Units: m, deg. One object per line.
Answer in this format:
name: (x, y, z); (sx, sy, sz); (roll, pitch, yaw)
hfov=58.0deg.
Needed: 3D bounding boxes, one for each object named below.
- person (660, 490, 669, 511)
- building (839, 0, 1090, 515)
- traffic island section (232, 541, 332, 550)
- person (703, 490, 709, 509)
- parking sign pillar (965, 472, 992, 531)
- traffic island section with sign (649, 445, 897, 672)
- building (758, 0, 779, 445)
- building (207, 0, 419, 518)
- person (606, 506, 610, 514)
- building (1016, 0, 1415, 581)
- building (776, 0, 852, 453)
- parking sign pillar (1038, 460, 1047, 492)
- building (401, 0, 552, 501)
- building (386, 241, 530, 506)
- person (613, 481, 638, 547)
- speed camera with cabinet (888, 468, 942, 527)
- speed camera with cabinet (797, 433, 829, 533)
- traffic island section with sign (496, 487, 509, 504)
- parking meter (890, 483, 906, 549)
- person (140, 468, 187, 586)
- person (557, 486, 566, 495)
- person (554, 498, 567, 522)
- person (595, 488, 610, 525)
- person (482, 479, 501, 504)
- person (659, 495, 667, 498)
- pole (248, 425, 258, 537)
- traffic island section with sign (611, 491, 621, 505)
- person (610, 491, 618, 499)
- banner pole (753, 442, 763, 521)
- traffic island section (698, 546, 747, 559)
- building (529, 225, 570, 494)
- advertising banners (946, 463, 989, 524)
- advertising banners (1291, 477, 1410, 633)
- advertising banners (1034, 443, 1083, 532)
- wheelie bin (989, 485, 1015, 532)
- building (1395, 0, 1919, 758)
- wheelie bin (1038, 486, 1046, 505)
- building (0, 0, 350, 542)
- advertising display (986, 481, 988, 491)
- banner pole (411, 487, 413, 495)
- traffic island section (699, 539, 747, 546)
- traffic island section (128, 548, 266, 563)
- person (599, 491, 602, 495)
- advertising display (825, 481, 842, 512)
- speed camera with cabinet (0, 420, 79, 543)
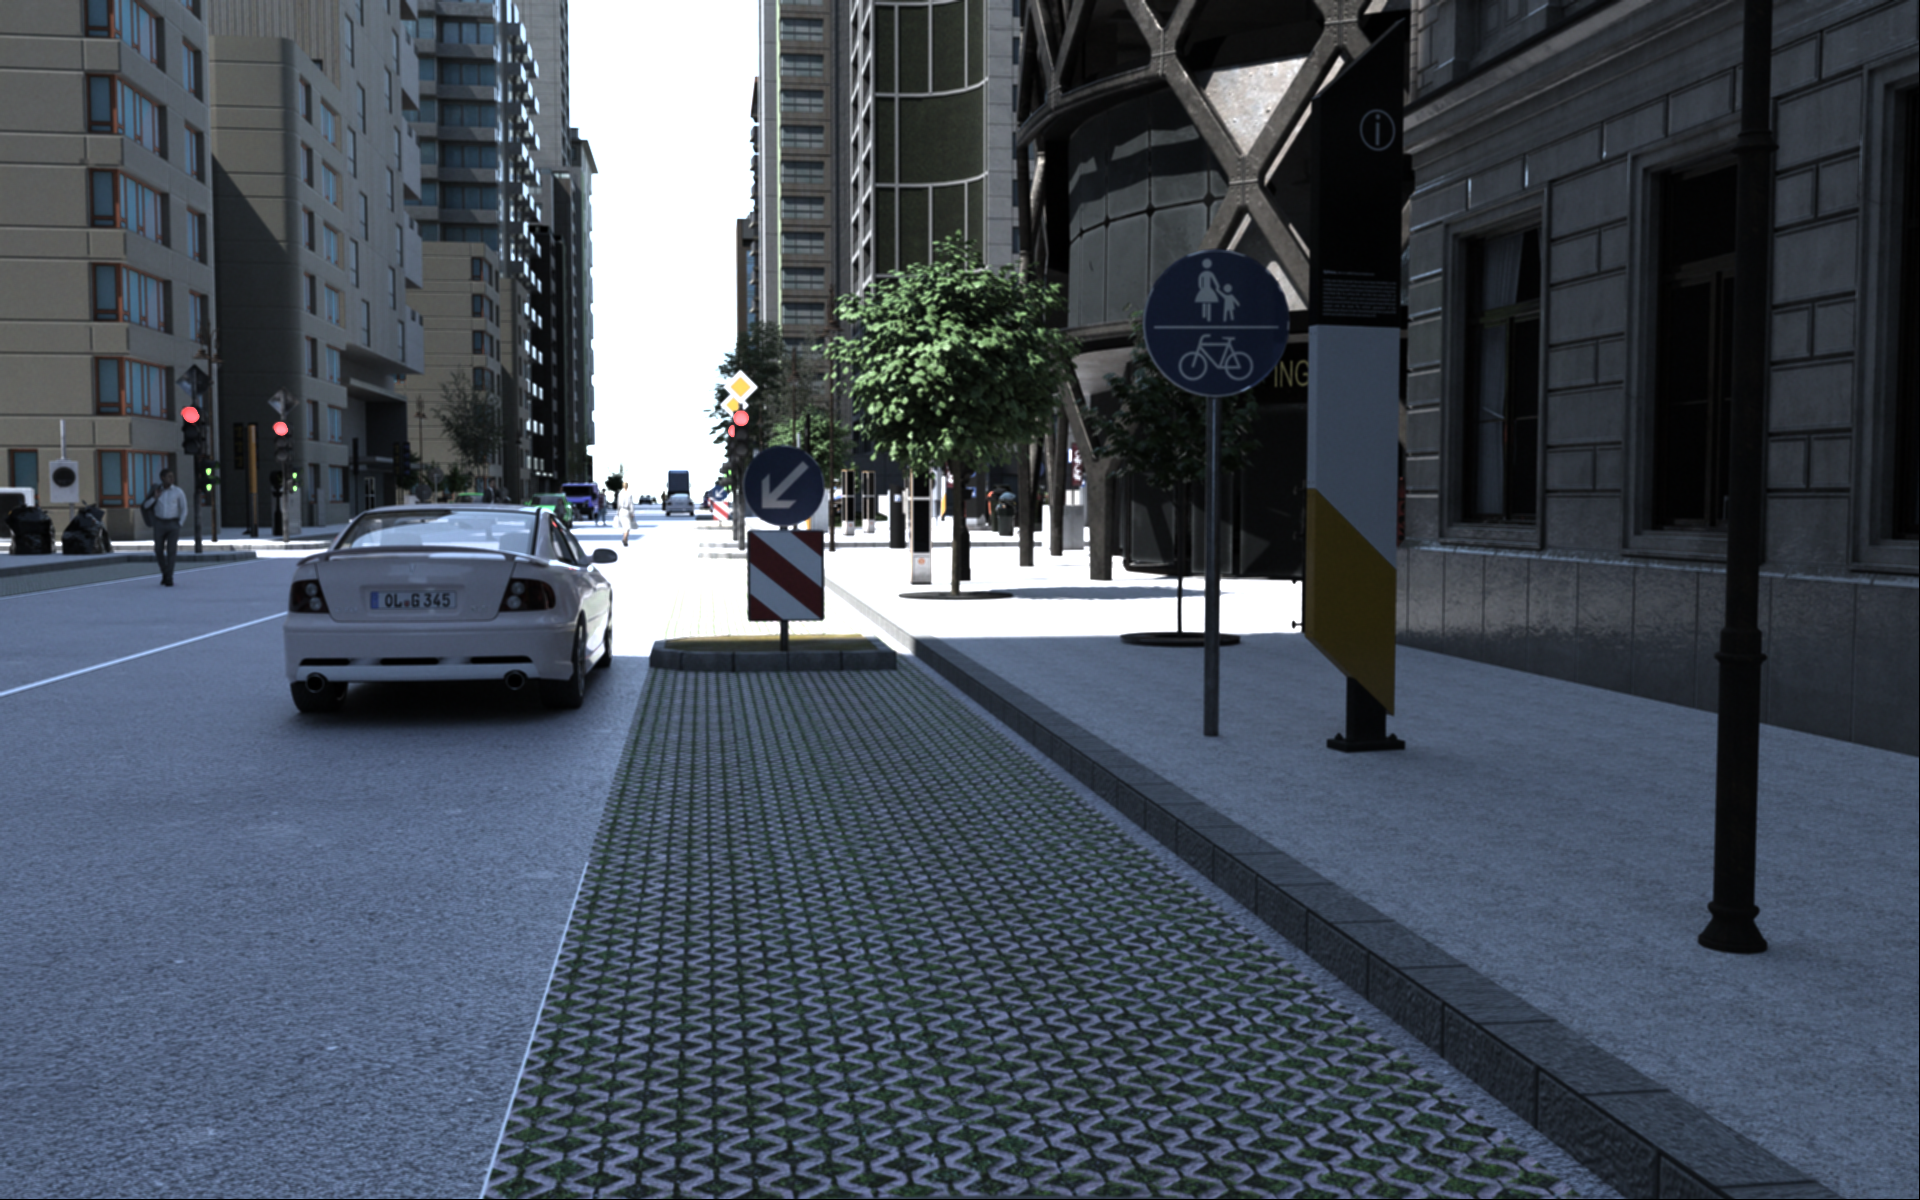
person: (-25.295, -8.535, 148.135); (0.705, 1.812, 1.348); (1, 4, 23)
building: (1.892, -41.064, 109.645); (20.563, 71.187, 20.611); (-1, 4, -8)
traffic island section: (-17.711, -1.419, 45.485); (2.009, 0.180, 2.903); (-1, 4, -8)
person: (-24.366, -9.683, 166.827); (0.705, 1.822, 1.348); (3, 4, 37)
parking sign pillar: (0.543, -4.384, 60.157); (1.447, 3.967, 1.447); (1, 4, 14)
traffic island section with sign: (-1.640, -0.378, 14.805); (1.989, 1.847, 2.006); (-1, 4, -8)
building: (-7.230, -37.374, 153.058); (21.231, 58.520, 28.212); (-1, 4, -8)
building: (-44.707, -30.820, 93.153); (28.713, 52.752, 27.495); (-1, 4, -8)
person: (-24.330, -6.340, 117.656); (1.012, 1.151, 0.738); (0, 4, 1)
building: (9.200, -9.958, 30.258); (16.820, 18.784, 16.811); (-1, 4, -8)
building: (-6.930, -27.443, 132.292); (14.154, 41.232, 14.086); (-1, 4, -8)
parking sign pillar: (4.357, -6.828, 100.111); (1.447, 3.967, 1.447); (-1, 4, -9)
building: (-51.049, -33.096, 160.732); (23.786, 49.044, 30.456); (-1, 4, -8)
building: (-48.385, -17.524, 131.561); (27.650, 21.520, 28.899); (-1, 4, -8)
person: (-9.127, -2.341, 47.126); (0.694, 1.780, 0.624); (2, 4, 30)
speed camera with cabinet: (-1.739, -4.416, 66.545); (2.038, 3.252, 0.660); (1, 4, 20)
speed camera with cabinet: (-5.076, -3.826, 56.895); (0.660, 3.252, 2.038); (2, 4, 27)
traffic island section with sign: (-25.021, -5.271, 94.809); (1.989, 1.847, 2.006); (-1, 4, -8)
parking meter: (-1.464, -1.971, 40.629); (0.372, 1.533, 0.369); (0, 3, 0)
person: (-12.488, -1.136, 27.182); (0.679, 1.850, 0.850); (-1, 4, -17)
person: (-17.981, -4.236, 77.856); (0.616, 1.811, 0.778); (-2, 4, -24)
person: (-14.044, -2.943, 60.893); (0.640, 1.303, 0.475); (3, 5, 41)
person: (-16.488, -4.313, 79.850); (0.643, 1.720, 0.563); (2, 4, 30)
person: (-14.508, -2.804, 53.715); (0.474, 1.900, 0.648); (0, 4, 1)
person: (-41.438, -14.285, 242.189); (1.348, 1.807, 0.705); (2, 4, 26)
pole: (-20.894, -3.507, 51.185); (0.158, 3.312, 0.155); (0, 3, 0)
traffic island section with sign: (-44.263, -13.228, 224.902); (1.989, 1.847, 2.006); (-1, 4, -8)
person: (-36.928, -10.835, 185.784); (0.705, 1.807, 1.348); (3, 5, 42)
banner pole: (-9.652, -5.689, 83.029); (0.401, 3.779, 0.863); (3, 4, 37)
traffic island section: (-4.926, -1.040, 39.293); (2.009, 0.180, 2.903); (-1, 4, -8)
building: (-49.402, -25.218, 184.022); (14.160, 30.474, 14.107); (-1, 4, -8)
advertising banners: (0.326, -4.837, 75.270); (2.074, 3.025, 0.090); (0, 4, 4)
advertising banners: (4.077, -1.220, 16.135); (2.074, 3.025, 0.090); (-1, 4, -14)
advertising banners: (3.296, -3.833, 58.854); (2.074, 3.025, 0.090); (-1, 4, -15)
wheelie bin: (1.428, -3.079, 58.252); (0.980, 1.594, 0.693); (2, 4, 32)
building: (9.669, -8.660, 6.222); (10.561, 19.102, 19.286); (-1, 4, -8)
wheelie bin: (2.950, -3.770, 69.547); (0.980, 1.594, 0.693); (-2, 4, -35)
building: (-38.167, -13.059, 58.550); (27.650, 21.520, 28.899); (-1, 4, -8)
advertising display: (1.232, -4.769, 83.184); (0.123, 1.923, 0.974); (0, 4, 8)
banner pole: (-36.394, -7.613, 114.493); (0.863, 3.779, 0.401); (1, 4, 23)
traffic island section: (-6.095, -1.524, 47.192); (2.009, 0.180, 2.903); (-1, 4, -8)
traffic island section: (-16.543, -0.936, 37.586); (2.009, 0.180, 2.903); (-1, 4, -8)
person: (-38.592, -10.853, 186.043); (1.348, 1.812, 0.705); (0, 4, 6)
advertising display: (-6.139, -4.827, 84.136); (0.974, 1.923, 0.123); (1, 4, 14)
speed camera with cabinet: (-24.414, -3.143, 45.723); (2.038, 3.252, 0.660); (-2, 4, -25)
